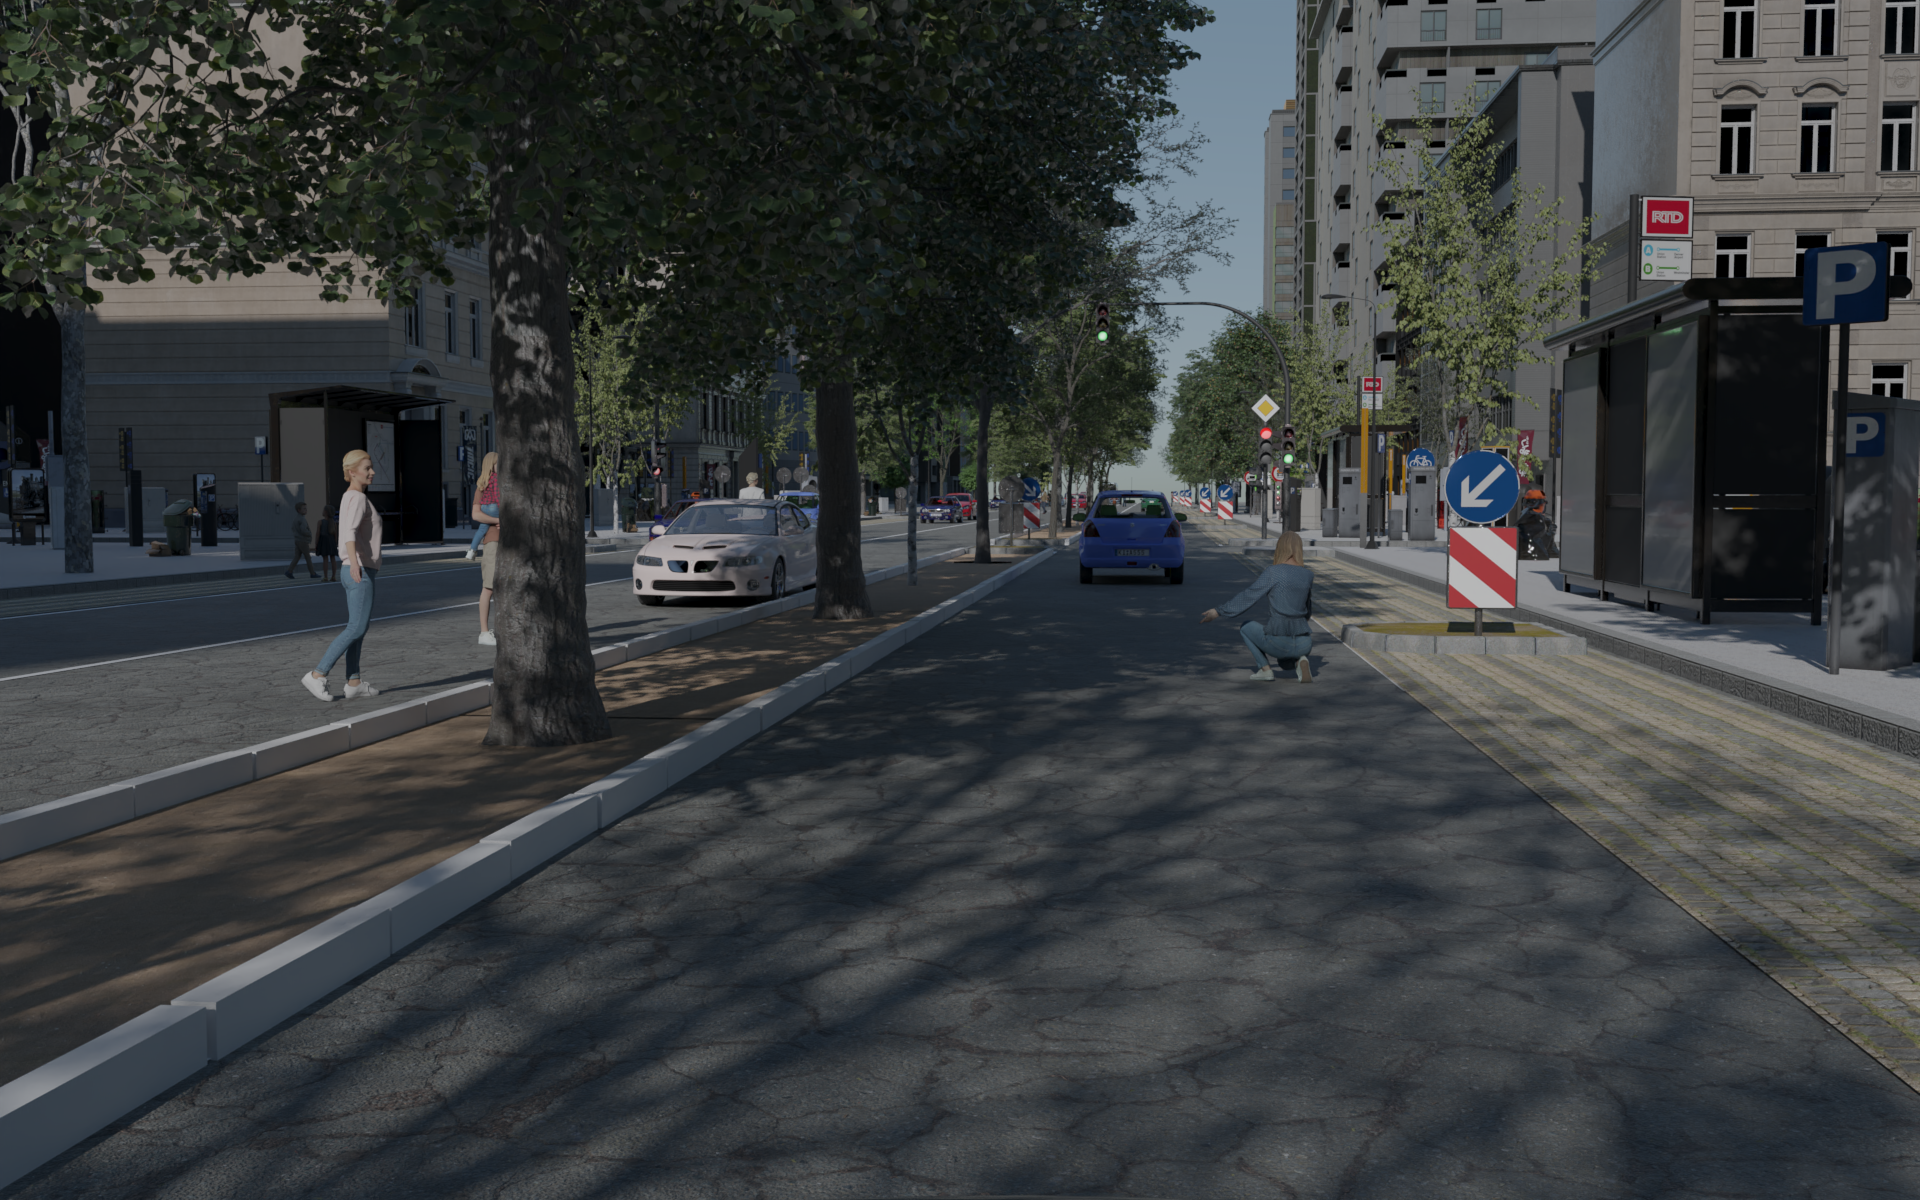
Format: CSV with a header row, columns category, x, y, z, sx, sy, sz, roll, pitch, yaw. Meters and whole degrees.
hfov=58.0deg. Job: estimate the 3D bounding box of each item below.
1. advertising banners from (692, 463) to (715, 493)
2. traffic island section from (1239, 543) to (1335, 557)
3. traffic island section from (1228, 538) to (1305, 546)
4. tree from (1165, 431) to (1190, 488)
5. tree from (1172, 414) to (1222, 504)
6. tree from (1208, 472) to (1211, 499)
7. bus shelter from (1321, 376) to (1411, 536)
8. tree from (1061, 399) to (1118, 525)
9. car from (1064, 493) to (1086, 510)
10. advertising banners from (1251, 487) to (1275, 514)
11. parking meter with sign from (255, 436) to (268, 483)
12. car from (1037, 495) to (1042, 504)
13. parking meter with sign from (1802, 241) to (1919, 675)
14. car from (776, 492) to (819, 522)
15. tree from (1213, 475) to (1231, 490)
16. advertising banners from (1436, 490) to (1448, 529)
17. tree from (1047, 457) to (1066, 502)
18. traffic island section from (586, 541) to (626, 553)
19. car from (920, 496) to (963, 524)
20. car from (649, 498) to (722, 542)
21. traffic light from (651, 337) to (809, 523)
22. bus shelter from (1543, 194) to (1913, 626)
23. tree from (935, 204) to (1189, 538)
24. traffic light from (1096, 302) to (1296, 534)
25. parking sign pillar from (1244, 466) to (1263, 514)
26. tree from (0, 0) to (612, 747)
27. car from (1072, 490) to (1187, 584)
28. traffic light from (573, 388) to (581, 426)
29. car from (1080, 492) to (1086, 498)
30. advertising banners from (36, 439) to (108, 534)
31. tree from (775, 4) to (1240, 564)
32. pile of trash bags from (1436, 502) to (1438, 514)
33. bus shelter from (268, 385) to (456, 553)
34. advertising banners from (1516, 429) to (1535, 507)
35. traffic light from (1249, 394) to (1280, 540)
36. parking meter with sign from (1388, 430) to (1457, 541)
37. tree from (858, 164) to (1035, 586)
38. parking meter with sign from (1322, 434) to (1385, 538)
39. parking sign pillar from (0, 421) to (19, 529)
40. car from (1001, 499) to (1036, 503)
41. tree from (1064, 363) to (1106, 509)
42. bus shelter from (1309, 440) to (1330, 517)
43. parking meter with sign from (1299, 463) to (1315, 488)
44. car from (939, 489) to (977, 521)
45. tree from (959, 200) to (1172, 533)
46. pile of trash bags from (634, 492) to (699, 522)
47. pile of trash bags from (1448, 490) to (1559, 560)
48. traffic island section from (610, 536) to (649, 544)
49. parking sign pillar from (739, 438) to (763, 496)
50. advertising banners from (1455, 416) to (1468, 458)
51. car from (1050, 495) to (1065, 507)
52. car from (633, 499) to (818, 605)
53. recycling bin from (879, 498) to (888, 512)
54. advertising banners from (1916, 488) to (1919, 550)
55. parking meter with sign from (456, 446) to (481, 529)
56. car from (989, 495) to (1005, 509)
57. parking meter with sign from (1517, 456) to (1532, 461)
category,x,y,z,sx,sy,sz,roll,pitch,yaw
advertising banners,-15.066,-6.335,99.768,2.074,3.025,0.090,-2,4,-28
traffic island section,7.722,-1.142,40.957,2.009,0.180,2.903,0,4,6
traffic island section,8.608,-1.628,48.893,2.009,0.180,2.903,0,4,6
tree,33.175,-19.794,249.380,9.928,11.665,9.643,0,3,0
tree,29.561,-18.295,217.245,7.486,12.596,7.792,0,3,0
tree,25.923,-15.088,181.096,7.601,10.594,8.767,2,4,27
bus shelter,13.031,-4.829,56.589,2.179,5.291,8.768,0,4,6
tree,5.367,-7.711,78.891,4.360,8.622,3.978,0,3,0
car,10.295,-8.797,152.871,2.155,1.783,4.494,0,4,4
advertising banners,19.615,-7.026,111.055,2.074,3.025,0.090,0,4,-4
parking meter with sign,-20.663,-3.480,53.156,0.543,3.016,1.738,2,4,35
car,9.742,-12.399,215.304,1.945,1.354,3.894,0,4,7
parking meter with sign,6.801,-1.012,12.803,1.738,3.016,0.543,-3,5,-45
car,-5.264,-2.845,56.099,1.945,1.707,3.694,0,4,5
tree,21.512,-8.896,140.043,1.663,3.219,1.824,0,3,0
advertising banners,17.767,-4.133,63.756,0.090,3.025,2.074,-2,4,-34
tree,13.859,-21.389,275.471,9.928,11.665,9.643,0,3,0
traffic island section,-9.760,-1.262,42.908,2.009,0.180,2.903,0,4,6
car,-0.903,-4.460,85.507,1.945,1.354,3.894,0,4,8
car,-5.963,-1.679,40.038,1.945,1.354,3.894,0,4,6
traffic light,-6.747,-4.639,50.508,4.771,5.953,1.251,0,4,6
bus shelter,8.533,-2.652,20.996,2.179,5.291,8.768,0,4,6
tree,2.952,-7.272,55.763,8.767,10.594,7.601,0,4,6
traffic light,5.595,-4.053,40.938,4.771,5.953,1.251,0,4,6
parking sign pillar,19.446,-7.684,114.100,1.447,3.967,1.447,-2,4,-34
tree,-2.384,-6.142,9.532,9.857,13.997,8.962,0,3,0
car,2.843,-1.185,28.968,1.945,1.707,3.694,0,4,4
traffic light,-9.722,-3.293,42.768,0.839,4.253,0.868,0,4,6
car,18.782,-15.335,259.400,2.281,1.827,5.304,0,4,6
advertising banners,-28.543,-3.639,55.689,0.090,3.025,2.074,3,5,45
tree,0.453,-7.495,35.373,12.009,13.543,11.850,0,3,0
pile of trash bags,23.311,-4.587,84.751,3.447,1.369,1.912,0,4,-7
bus shelter,-13.803,-3.007,40.447,1.731,3.624,6.357,0,4,7
advertising banners,14.879,-3.151,47.707,0.090,3.025,2.074,-3,4,-39
traffic light,8.570,-3.661,48.784,0.839,4.253,0.868,0,4,6
parking meter with sign,12.655,-3.134,47.494,1.738,3.016,0.543,0,4,4
tree,-0.756,-4.533,26.942,4.737,8.622,4.395,0,3,0
parking meter with sign,11.478,-3.328,50.671,1.738,3.016,0.543,2,4,35
parking sign pillar,-34.941,-4.605,63.771,1.447,3.967,1.447,1,4,19
car,3.253,-4.995,93.667,2.014,1.417,4.499,1,4,8
tree,5.220,-8.055,84.520,4.737,8.622,4.395,0,3,0
bus shelter,16.571,-5.243,77.006,1.731,3.624,6.357,0,4,6
parking meter with sign,19.318,-6.058,95.309,0.543,3.016,1.738,-1,4,-16
car,-0.090,-5.261,95.056,2.155,1.783,4.494,0,4,6
tree,3.673,-8.729,63.299,7.486,12.596,7.792,0,3,0
pile of trash bags,-13.760,-4.377,81.312,3.447,1.369,1.912,0,4,-8
pile of trash bags,11.238,-1.542,34.961,1.912,1.369,3.447,2,4,31
traffic island section,-8.874,-1.747,50.843,2.009,0.180,2.903,0,4,6
parking sign pillar,-10.072,-5.804,83.366,1.447,3.967,1.447,3,5,44
advertising banners,11.458,-2.574,38.274,0.090,3.025,2.074,-1,4,-11
car,11.033,-11.349,197.555,2.014,1.417,4.499,0,4,5
car,-3.054,-0.700,23.802,2.083,1.381,4.827,0,4,7
recycling bin,-5.544,-6.713,122.316,0.722,1.027,0.722,3,5,43
advertising banners,19.819,-2.506,37.154,2.074,3.025,0.090,0,4,5
parking meter with sign,-17.350,-4.067,62.764,1.738,3.016,0.543,2,4,24
car,3.758,-9.138,161.982,1.945,1.354,3.894,0,4,6
parking meter with sign,22.368,-4.479,69.485,0.543,3.016,1.738,2,4,35
